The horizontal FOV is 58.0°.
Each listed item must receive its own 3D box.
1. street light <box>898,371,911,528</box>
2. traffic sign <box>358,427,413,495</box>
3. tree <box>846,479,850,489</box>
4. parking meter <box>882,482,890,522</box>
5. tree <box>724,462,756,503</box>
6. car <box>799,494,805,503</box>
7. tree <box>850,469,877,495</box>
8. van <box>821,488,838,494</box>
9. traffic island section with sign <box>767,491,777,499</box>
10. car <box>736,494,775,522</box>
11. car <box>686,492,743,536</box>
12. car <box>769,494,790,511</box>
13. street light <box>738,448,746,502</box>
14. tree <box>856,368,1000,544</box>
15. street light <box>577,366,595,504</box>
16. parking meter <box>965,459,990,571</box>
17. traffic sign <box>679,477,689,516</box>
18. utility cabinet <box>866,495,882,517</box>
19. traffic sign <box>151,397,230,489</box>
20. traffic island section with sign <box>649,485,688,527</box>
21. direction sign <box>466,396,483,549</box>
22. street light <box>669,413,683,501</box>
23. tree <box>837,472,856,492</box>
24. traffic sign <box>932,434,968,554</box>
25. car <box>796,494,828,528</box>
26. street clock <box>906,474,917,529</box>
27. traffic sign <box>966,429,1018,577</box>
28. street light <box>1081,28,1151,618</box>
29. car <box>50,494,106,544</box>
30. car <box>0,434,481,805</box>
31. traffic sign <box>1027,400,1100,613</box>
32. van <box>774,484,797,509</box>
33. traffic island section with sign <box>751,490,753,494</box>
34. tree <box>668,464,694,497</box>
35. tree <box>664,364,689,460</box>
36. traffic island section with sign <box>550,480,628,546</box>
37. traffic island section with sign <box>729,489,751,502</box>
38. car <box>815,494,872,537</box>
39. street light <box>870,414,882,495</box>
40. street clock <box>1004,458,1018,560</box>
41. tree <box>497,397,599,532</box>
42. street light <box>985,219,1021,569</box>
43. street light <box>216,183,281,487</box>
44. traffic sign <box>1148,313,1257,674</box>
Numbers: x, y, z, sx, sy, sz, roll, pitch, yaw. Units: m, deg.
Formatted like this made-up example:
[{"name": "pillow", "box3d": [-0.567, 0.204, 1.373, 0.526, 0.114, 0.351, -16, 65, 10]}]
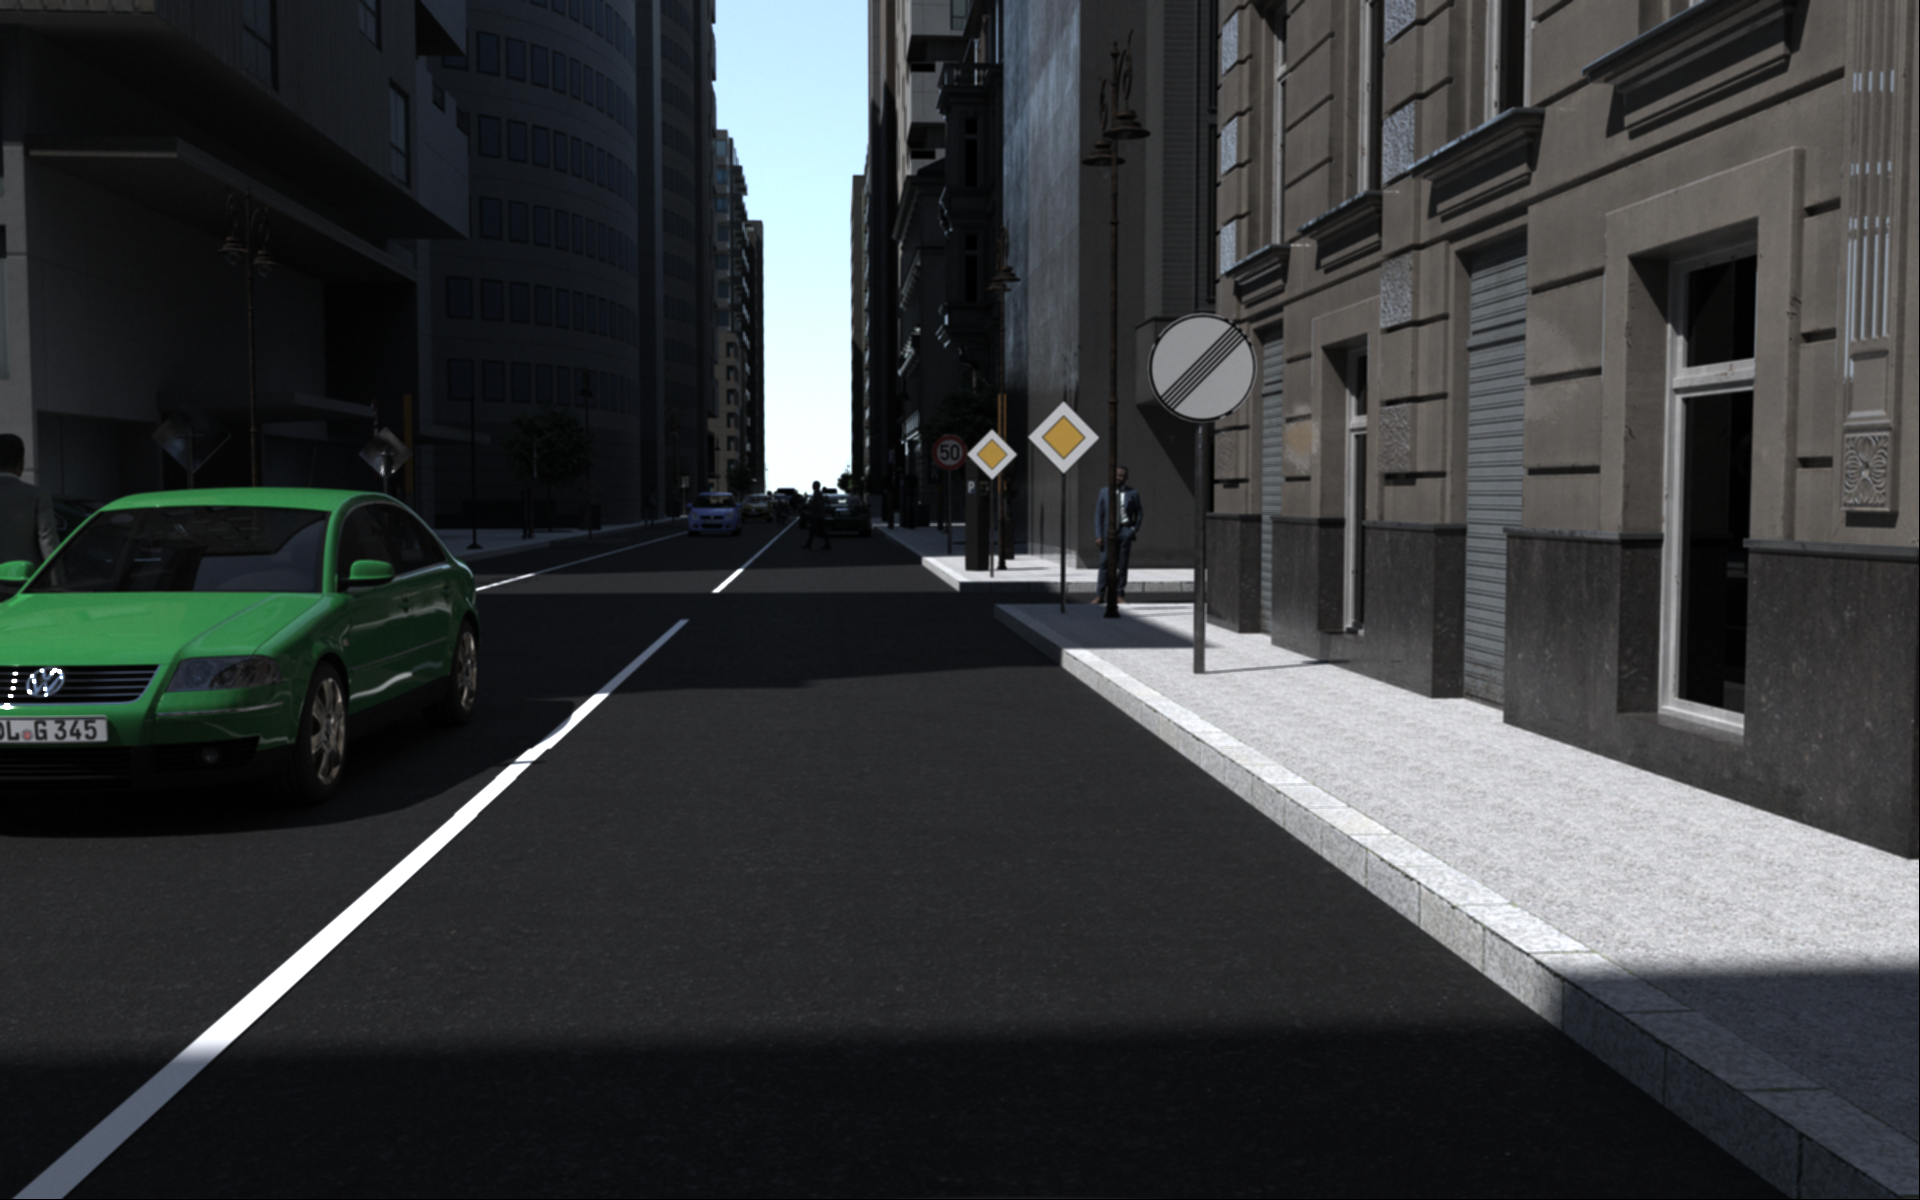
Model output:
[{"name": "street light", "box3d": [-2.080, -5.646, 65.093, 0.468, 5.910, 1.993, 0, 4, -4]}, {"name": "traffic sign", "box3d": [-8.580, -1.362, 25.908, 0.795, 2.450, 0.064, 0, 4, -4]}, {"name": "tree", "box3d": [-12.445, -12.430, 197.837, 1.663, 3.219, 1.824, 0, 3, 0]}, {"name": "parking meter", "box3d": [-3.458, -4.607, 81.033, 0.399, 1.863, 0.255, 0, 4, 0]}, {"name": "tree", "box3d": [-22.534, -11.862, 177.656, 4.285, 4.588, 4.351, 0, 3, 0]}, {"name": "car", "box3d": [-22.783, -14.212, 244.364, 2.014, 1.417, 4.499, 0, 4, -4]}, {"name": "tree", "box3d": [-6.415, -7.879, 123.431, 1.663, 3.219, 1.824, 0, 3, 0]}, {"name": "van", "box3d": [-14.273, -11.248, 188.285, 2.240, 2.365, 5.245, 0, 4, -6]}, {"name": "traffic island section with sign", "box3d": [-24.816, -13.806, 234.350, 1.989, 1.847, 2.006, 0, 4, -4]}, {"name": "car", "box3d": [-10.497, -4.810, 88.873, 2.015, 1.641, 3.980, 0, 4, -4]}, {"name": "car", "box3d": [-8.472, -3.079, 59.925, 1.945, 1.707, 3.694, 0, 4, -5]}, {"name": "car", "box3d": [-15.429, -8.373, 147.119, 2.015, 1.641, 3.980, 0, 4, -4]}, {"name": "street light", "box3d": [-22.024, -12.306, 173.991, 0.468, 5.910, 1.993, 0, 4, -4]}, {"name": "tree", "box3d": [0.448, -3.730, 44.705, 4.285, 4.588, 4.351, 0, 3, 0]}, {"name": "street light", "box3d": [-13.437, -5.484, 62.449, 0.468, 5.910, 1.993, 0, 4, -4]}, {"name": "parking meter", "box3d": [0.294, -1.422, 28.961, 0.255, 1.863, 0.399, -3, 4, -39]}, {"name": "traffic sign", "box3d": [-16.082, -6.043, 100.940, 0.606, 2.300, 0.079, 0, 4, 4]}, {"name": "utility cabinet", "box3d": [-4.638, -5.153, 95.405, 1.020, 1.237, 0.306, 0, 4, -3]}, {"name": "traffic sign", "box3d": [-7.960, -0.875, 17.947, 0.795, 2.450, 0.064, 0, 4, -4]}, {"name": "traffic island section with sign", "box3d": [-12.466, -4.089, 75.480, 1.989, 1.847, 2.006, 0, 4, -4]}, {"name": "direction sign", "box3d": [-11.383, -2.968, 40.517, 0.379, 3.537, 0.876, -1, 4, -18]}, {"name": "street light", "box3d": [-16.286, -7.699, 98.669, 0.468, 5.910, 1.993, 0, 4, -4]}, {"name": "tree", "box3d": [-14.719, -14.997, 228.915, 4.285, 4.588, 4.351, 0, 3, 0]}, {"name": "traffic sign", "box3d": [-0.222, -2.261, 37.072, 0.768, 2.556, 0.104, 0, 4, -3]}, {"name": "car", "box3d": [-5.944, -3.808, 74.063, 2.131, 1.459, 4.920, 0, 4, -4]}, {"name": "street clock", "box3d": [-1.774, -3.601, 63.451, 0.358, 2.002, 0.471, -2, 4, -24]}, {"name": "traffic sign", "box3d": [0.489, -1.404, 26.591, 0.795, 2.450, 0.064, 0, 4, -4]}, {"name": "street light", "box3d": [1.581, -2.755, 17.830, 0.468, 5.910, 1.993, 0, 4, -4]}, {"name": "car", "box3d": [-12.281, -0.617, 21.884, 4.920, 1.459, 2.131, 0, 4, -5]}, {"name": "car", "box3d": [-3.868, -0.034, 9.348, 1.959, 1.807, 4.718, 0, 4, -3]}, {"name": "traffic sign", "box3d": [1.108, -0.917, 18.629, 0.795, 2.450, 0.064, 0, 4, -4]}, {"name": "van", "box3d": [-16.321, -9.704, 163.041, 2.240, 2.365, 5.245, 0, 4, -3]}, {"name": "traffic island section with sign", "box3d": [-18.466, -8.806, 152.602, 1.989, 1.847, 2.006, 0, 4, -4]}, {"name": "tree", "box3d": [-17.425, -7.023, 109.427, 1.663, 3.219, 1.824, 0, 3, 0]}, {"name": "tree", "box3d": [-16.660, -8.779, 93.894, 4.360, 8.622, 3.978, 0, 3, 0]}, {"name": "traffic island section with sign", "box3d": [-10.380, -2.445, 48.605, 1.989, 1.847, 2.006, 0, 4, -4]}, {"name": "traffic island section with sign", "box3d": [-16.335, -7.138, 125.337, 1.989, 1.847, 2.006, 0, 4, -4]}, {"name": "car", "box3d": [-4.047, -2.920, 59.535, 2.131, 1.459, 4.920, 0, 4, -6]}, {"name": "street light", "box3d": [-4.793, -7.819, 100.633, 0.468, 5.910, 1.993, 0, 4, -4]}, {"name": "street clock", "box3d": [0.963, -1.790, 33.841, 0.358, 2.002, 0.471, 0, 4, 6]}, {"name": "tree", "box3d": [-13.969, -4.591, 58.784, 4.285, 4.588, 4.351, 0, 3, 0]}, {"name": "street light", "box3d": [0.717, -3.464, 29.421, 0.468, 5.910, 1.993, 0, 4, -4]}, {"name": "street light", "box3d": [-10.684, -3.265, 26.170, 0.468, 5.910, 1.993, 0, 4, -4]}, {"name": "traffic sign", "box3d": [1.710, -0.746, 12.308, 0.768, 2.556, 0.104, 0, 4, 2]}]
